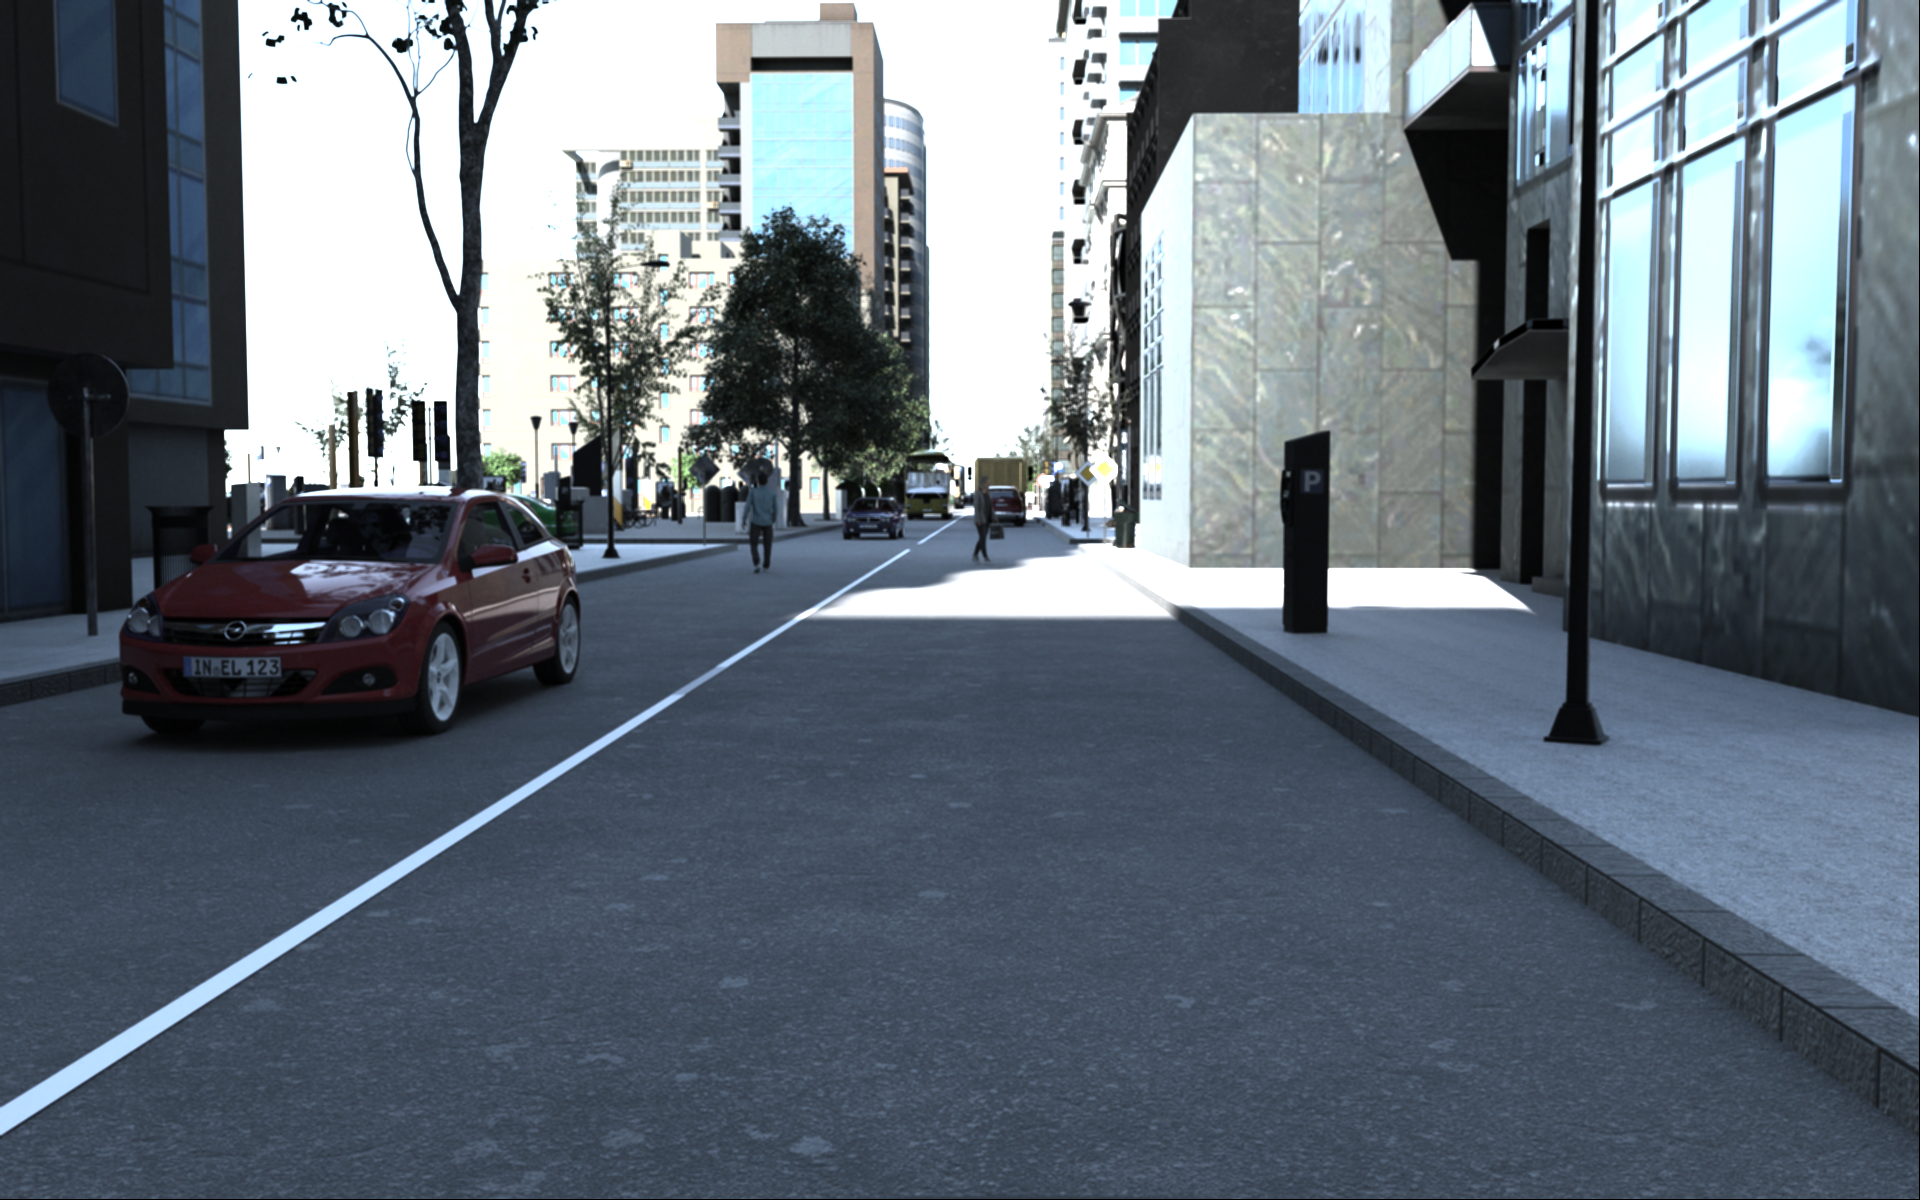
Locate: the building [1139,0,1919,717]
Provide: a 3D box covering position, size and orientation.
[{"bbox_3d":[14.986,-43.376,21.865,22.319,86.520,31.000,0,4,1],"label":"building"}]

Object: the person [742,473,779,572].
[{"bbox_3d":[-3.649,-1.421,31.755,0.660,1.820,0.620,-1,4,-19],"label":"person"}]

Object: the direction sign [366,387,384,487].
[{"bbox_3d":[-12.573,-2.770,37.289,0.379,3.537,0.876,0,4,3],"label":"direction sign"}]

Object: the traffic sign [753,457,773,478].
[{"bbox_3d":[-6.826,-3.653,59.830,0.768,2.556,0.104,0,4,2],"label":"traffic sign"}]

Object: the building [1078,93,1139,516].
[{"bbox_3d":[15.109,-19.914,112.982,14.401,28.519,23.554,0,4,1],"label":"building"}]

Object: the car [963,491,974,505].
[{"bbox_3d":[1.369,-13.620,231.361,2.281,1.827,5.304,0,4,0],"label":"car"}]

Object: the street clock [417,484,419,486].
[{"bbox_3d":[-36.981,-6.982,118.726,0.471,2.002,0.358,1,4,20],"label":"street clock"}]

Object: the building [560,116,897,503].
[{"bbox_3d":[-23.194,-30.000,182.373,32.217,40.220,23.993,0,4,1],"label":"building"}]

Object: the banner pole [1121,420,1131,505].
[{"bbox_3d":[5.632,-4.200,58.684,0.401,3.779,0.863,-1,4,-21],"label":"banner pole"}]

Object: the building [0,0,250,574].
[{"bbox_3d":[-23.157,-23.286,30.841,14.200,45.320,14.600,0,4,1],"label":"building"}]

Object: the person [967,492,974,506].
[{"bbox_3d":[1.474,-12.645,215.954,1.217,1.735,0.721,1,4,11],"label":"person"}]

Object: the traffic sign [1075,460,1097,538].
[{"bbox_3d":[3.756,-2.886,50.831,0.795,2.450,0.064,0,4,1],"label":"traffic sign"}]

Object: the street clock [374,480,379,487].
[{"bbox_3d":[-29.536,-5.083,87.673,0.358,2.002,0.471,-1,4,-15],"label":"street clock"}]

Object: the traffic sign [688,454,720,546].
[{"bbox_3d":[-6.359,-2.412,43.083,0.795,2.450,0.064,0,4,1],"label":"traffic sign"}]

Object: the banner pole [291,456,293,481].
[{"bbox_3d":[-43.764,-7.557,113.577,0.401,3.779,0.863,-2,4,-28],"label":"banner pole"}]

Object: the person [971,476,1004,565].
[{"bbox_3d":[0.517,-1.631,35.351,0.728,1.800,0.709,3,5,45],"label":"person"}]

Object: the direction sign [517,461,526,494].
[{"bbox_3d":[-30.370,-7.807,119.634,0.876,3.537,0.379,1,4,15],"label":"direction sign"}]

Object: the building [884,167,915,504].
[{"bbox_3d":[-17.286,-34.998,226.841,22.147,44.769,28.867,0,4,1],"label":"building"}]

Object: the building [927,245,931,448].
[{"bbox_3d":[-12.001,-36.297,277.045,14.154,41.232,14.086,0,4,1],"label":"building"}]

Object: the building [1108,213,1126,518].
[{"bbox_3d":[16.380,-13.801,93.103,16.820,18.784,16.811,0,4,1],"label":"building"}]

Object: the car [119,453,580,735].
[{"bbox_3d":[-3.902,-0.162,11.690,2.155,1.783,4.494,0,4,3],"label":"car"}]

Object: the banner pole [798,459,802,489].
[{"bbox_3d":[-10.028,-7.158,107.050,0.401,3.779,0.863,2,4,34],"label":"banner pole"}]

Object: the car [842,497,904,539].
[{"bbox_3d":[-2.776,-2.654,55.965,1.945,1.354,3.894,0,4,3],"label":"car"}]

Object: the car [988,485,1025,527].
[{"bbox_3d":[1.784,-4.221,77.683,2.281,1.827,5.304,0,4,0],"label":"car"}]

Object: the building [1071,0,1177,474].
[{"bbox_3d":[21.335,-31.860,140.516,23.786,49.044,30.456,0,4,1],"label":"building"}]

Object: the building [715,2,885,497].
[{"bbox_3d":[-14.421,-31.349,162.670,14.600,45.320,14.200,0,4,1],"label":"building"}]

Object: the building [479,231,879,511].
[{"bbox_3d":[-21.420,-18.142,141.659,27.650,21.520,28.899,0,4,1],"label":"building"}]

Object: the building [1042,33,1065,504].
[{"bbox_3d":[21.231,-41.819,225.743,21.231,58.520,28.212,0,4,1],"label":"building"}]

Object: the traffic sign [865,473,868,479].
[{"bbox_3d":[-5.729,-6.456,105.555,0.884,2.594,0.081,0,4,5],"label":"traffic sign"}]

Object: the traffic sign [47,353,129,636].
[{"bbox_3d":[-7.866,-0.950,15.633,0.768,2.556,0.104,0,4,5],"label":"traffic sign"}]

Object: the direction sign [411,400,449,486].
[{"bbox_3d":[-12.796,-3.051,41.876,0.876,3.537,0.379,0,4,0],"label":"direction sign"}]

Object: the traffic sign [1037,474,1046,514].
[{"bbox_3d":[5.357,-6.836,111.879,0.768,2.556,0.104,0,4,8],"label":"traffic sign"}]

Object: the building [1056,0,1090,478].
[{"bbox_3d":[24.109,-35.476,169.271,28.713,52.752,27.495,0,4,1],"label":"building"}]

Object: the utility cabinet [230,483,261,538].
[{"bbox_3d":[-13.977,-1.542,33.884,0.318,1.500,1.173,-1,4,-10],"label":"utility cabinet"}]

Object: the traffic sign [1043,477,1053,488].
[{"bbox_3d":[5.112,-6.008,100.365,0.606,2.300,0.079,0,4,7],"label":"traffic sign"}]

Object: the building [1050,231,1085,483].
[{"bbox_3d":[16.986,-25.688,191.704,14.160,30.474,14.107,0,4,1],"label":"building"}]

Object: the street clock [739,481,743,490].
[{"bbox_3d":[-12.369,-5.705,97.847,0.358,2.002,0.471,-1,4,-9],"label":"street clock"}]

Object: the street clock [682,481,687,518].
[{"bbox_3d":[-14.850,-5.406,92.954,0.358,2.002,0.471,-3,5,-42],"label":"street clock"}]

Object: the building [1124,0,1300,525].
[{"bbox_3d":[13.546,-14.768,71.142,12.332,23.373,15.834,0,4,1],"label":"building"}]

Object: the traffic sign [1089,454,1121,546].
[{"bbox_3d":[3.582,-2.398,42.847,0.795,2.450,0.064,0,4,1],"label":"traffic sign"}]

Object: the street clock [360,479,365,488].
[{"bbox_3d":[-27.442,-4.578,79.415,0.358,2.002,0.471,-1,4,-9],"label":"street clock"}]

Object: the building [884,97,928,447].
[{"bbox_3d":[-15.851,-43.630,255.346,21.231,58.520,28.212,0,4,1],"label":"building"}]

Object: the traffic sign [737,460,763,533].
[{"bbox_3d":[-6.186,-2.901,51.067,0.795,2.450,0.064,0,4,1],"label":"traffic sign"}]

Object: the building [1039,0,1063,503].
[{"bbox_3d":[21.720,-49.631,249.717,20.563,71.187,20.611,0,4,1],"label":"building"}]

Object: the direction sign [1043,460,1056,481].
[{"bbox_3d":[5.962,-7.550,115.439,0.876,3.537,0.379,-1,4,-22],"label":"direction sign"}]

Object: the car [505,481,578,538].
[{"bbox_3d":[-12.895,-2.361,47.391,4.718,1.807,1.959,0,4,1],"label":"car"}]

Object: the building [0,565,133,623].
[{"bbox_3d":[-16.005,-22.108,11.570,14.600,45.320,14.200,0,4,1],"label":"building"}]

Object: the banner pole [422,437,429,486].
[{"bbox_3d":[-23.052,-5.198,75.000,0.401,3.779,0.863,1,4,16],"label":"banner pole"}]
